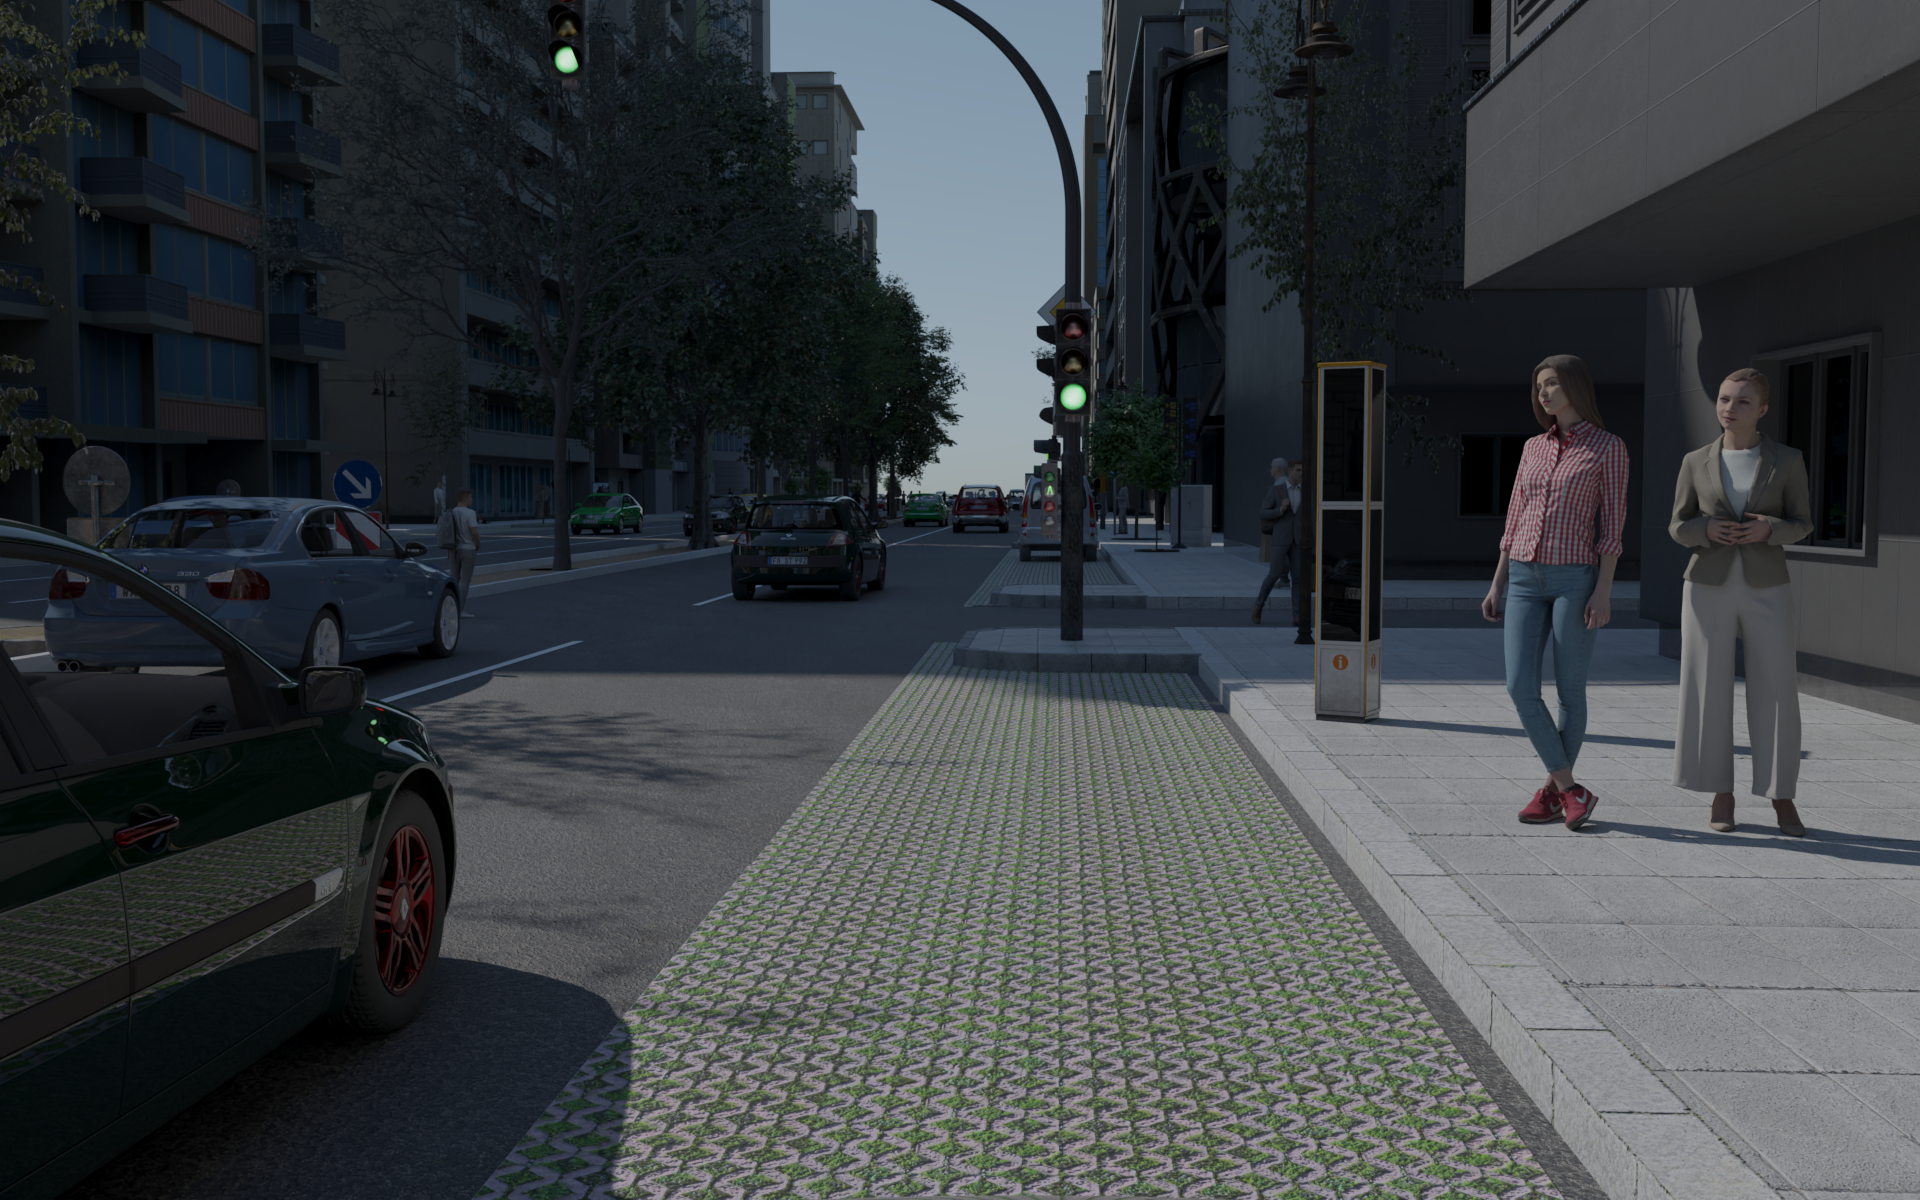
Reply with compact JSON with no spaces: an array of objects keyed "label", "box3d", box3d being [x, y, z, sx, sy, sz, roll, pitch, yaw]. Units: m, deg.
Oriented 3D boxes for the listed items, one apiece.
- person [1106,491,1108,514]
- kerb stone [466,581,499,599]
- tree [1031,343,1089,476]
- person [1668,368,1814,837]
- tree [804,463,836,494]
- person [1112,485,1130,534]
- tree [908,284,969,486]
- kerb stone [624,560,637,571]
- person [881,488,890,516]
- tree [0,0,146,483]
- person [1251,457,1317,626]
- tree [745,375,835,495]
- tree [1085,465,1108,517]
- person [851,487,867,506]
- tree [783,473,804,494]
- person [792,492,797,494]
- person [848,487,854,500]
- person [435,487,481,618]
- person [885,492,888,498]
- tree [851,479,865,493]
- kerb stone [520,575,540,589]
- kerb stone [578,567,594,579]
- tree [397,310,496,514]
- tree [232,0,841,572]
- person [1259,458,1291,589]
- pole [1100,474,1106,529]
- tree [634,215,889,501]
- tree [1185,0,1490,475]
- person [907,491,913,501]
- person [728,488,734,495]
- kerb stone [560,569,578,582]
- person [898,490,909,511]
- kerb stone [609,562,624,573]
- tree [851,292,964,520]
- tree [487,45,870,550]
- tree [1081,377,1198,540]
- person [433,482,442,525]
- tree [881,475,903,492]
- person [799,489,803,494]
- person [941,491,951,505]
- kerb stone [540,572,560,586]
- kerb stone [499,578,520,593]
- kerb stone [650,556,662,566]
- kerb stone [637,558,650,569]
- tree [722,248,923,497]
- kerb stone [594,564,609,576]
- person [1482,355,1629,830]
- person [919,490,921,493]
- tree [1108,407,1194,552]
[{"label":"person","box3d":[8.458,-5.858,102.487,0.621,1.740,0.551,0,4,0]},{"label":"kerb stone","box3d":[-6.763,-0.135,24.418,0.120,0.150,1.000,0,4,3]},{"label":"tree","box3d":[14.009,-20.004,182.946,12.611,20.169,13.585,0,3,0]},{"label":"person","box3d":[2.960,0.000,6.598,0.519,1.759,0.362,2,4,29]},{"label":"tree","box3d":[-14.267,-11.796,176.579,4.285,4.588,4.351,0,3,0]},{"label":"person","box3d":[5.116,-3.001,55.302,0.583,1.804,0.606,-1,4,-10]},{"label":"tree","box3d":[-4.368,-10.231,86.750,9.611,12.733,9.660,0,3,0]},{"label":"kerb stone","box3d":[-6.312,-0.636,32.591,0.120,0.150,1.000,0,4,3]},{"label":"person","box3d":[-4.552,-6.269,110.962,1.348,1.831,0.705,3,5,45]},{"label":"tree","box3d":[-8.314,-3.705,13.402,4.360,8.622,3.978,0,3,0]},{"label":"person","box3d":[3.579,-0.637,18.876,0.622,1.834,0.822,-1,4,-23]},{"label":"tree","box3d":[-6.064,-6.489,58.908,4.360,8.622,3.978,0,3,0]},{"label":"tree","box3d":[7.683,-6.395,99.166,1.663,3.219,1.824,0,3,0]},{"label":"person","box3d":[-5.994,-5.675,101.314,1.348,1.821,0.705,-3,5,-44]},{"label":"tree","box3d":[-15.462,-10.301,163.019,1.663,3.219,1.824,0,3,0]},{"label":"person","box3d":[-15.351,-9.446,160.624,0.705,1.807,1.348,2,4,34]},{"label":"person","box3d":[-6.714,-5.875,104.417,0.709,1.838,0.599,-2,4,-24]},{"label":"person","box3d":[-5.792,-0.545,20.003,0.503,1.515,0.523,-1,4,-13]},{"label":"person","box3d":[-8.993,-12.504,213.878,0.756,1.711,0.436,2,4,31]},{"label":"tree","box3d":[-12.651,-13.395,213.609,1.663,3.219,1.824,0,3,0]},{"label":"kerb stone","box3d":[-6.657,-0.261,26.459,0.120,0.150,1.000,0,4,3]},{"label":"kerb stone","box3d":[-6.479,-0.449,29.530,0.120,0.150,1.000,0,4,3]},{"label":"tree","box3d":[-20.834,-7.303,69.771,4.360,8.622,3.978,0,3,0]},{"label":"tree","box3d":[-7.433,-7.288,31.986,12.009,13.543,11.850,0,3,0]},{"label":"person","box3d":[4.355,-1.032,23.398,0.515,1.767,0.782,0,4,-2]},{"label":"pole","box3d":[5.195,-4.226,62.943,0.158,3.312,0.155,0,3,0]},{"label":"tree","box3d":[-6.240,-7.089,52.780,8.767,10.594,7.601,0,4,3]},{"label":"tree","box3d":[4.649,-4.341,21.339,4.360,8.622,3.978,0,3,0]},{"label":"person","box3d":[-3.937,-7.926,139.022,0.756,1.711,0.436,1,4,12]},{"label":"person","box3d":[-17.060,-7.493,129.377,0.721,1.723,1.217,2,4,33]},{"label":"kerb stone","box3d":[-6.530,-0.386,28.504,0.120,0.150,1.000,0,4,3]},{"label":"person","box3d":[-4.684,-8.196,143.293,1.217,1.735,0.721,-1,4,-17]},{"label":"kerb stone","box3d":[-6.364,-0.573,31.571,0.120,0.150,1.000,0,4,3]},{"label":"tree","box3d":[-3.658,-10.690,95.360,7.486,12.596,7.792,0,3,0]},{"label":"tree","box3d":[-6.623,-7.619,44.033,9.611,12.733,9.660,0,3,0]},{"label":"tree","box3d":[4.976,-3.969,48.601,4.285,4.588,4.351,0,3,0]},{"label":"person","box3d":[-21.532,-3.989,71.487,0.641,1.798,0.478,3,5,44]},{"label":"tree","box3d":[-10.242,-16.759,257.729,4.285,4.588,4.351,0,3,0]},{"label":"person","box3d":[-9.508,-5.704,102.496,0.721,1.736,1.217,0,4,5]},{"label":"person","box3d":[-1.476,-9.674,167.194,1.217,1.766,0.721,1,4,16]},{"label":"kerb stone","box3d":[-6.597,-0.319,27.484,0.120,0.150,1.000,0,4,3]},{"label":"kerb stone","box3d":[-6.714,-0.198,25.438,0.120,0.150,1.000,0,4,3]},{"label":"kerb stone","box3d":[-6.186,-0.761,34.638,0.120,0.150,1.000,0,4,3]},{"label":"kerb stone","box3d":[-6.250,-0.693,33.612,0.120,0.150,1.000,0,4,3]},{"label":"tree","box3d":[-5.138,-9.098,76.959,9.928,11.665,9.643,0,3,0]},{"label":"kerb stone","box3d":[-6.426,-0.511,30.551,0.120,0.150,1.000,0,4,3]},{"label":"person","box3d":[2.308,-0.044,6.769,0.555,1.821,0.388,3,5,40]},{"label":"person","box3d":[-4.886,-12.254,208.485,0.705,1.869,1.348,3,4,38]},{"label":"tree","box3d":[4.495,-2.687,38.539,1.663,3.219,1.824,0,3,0]}]
